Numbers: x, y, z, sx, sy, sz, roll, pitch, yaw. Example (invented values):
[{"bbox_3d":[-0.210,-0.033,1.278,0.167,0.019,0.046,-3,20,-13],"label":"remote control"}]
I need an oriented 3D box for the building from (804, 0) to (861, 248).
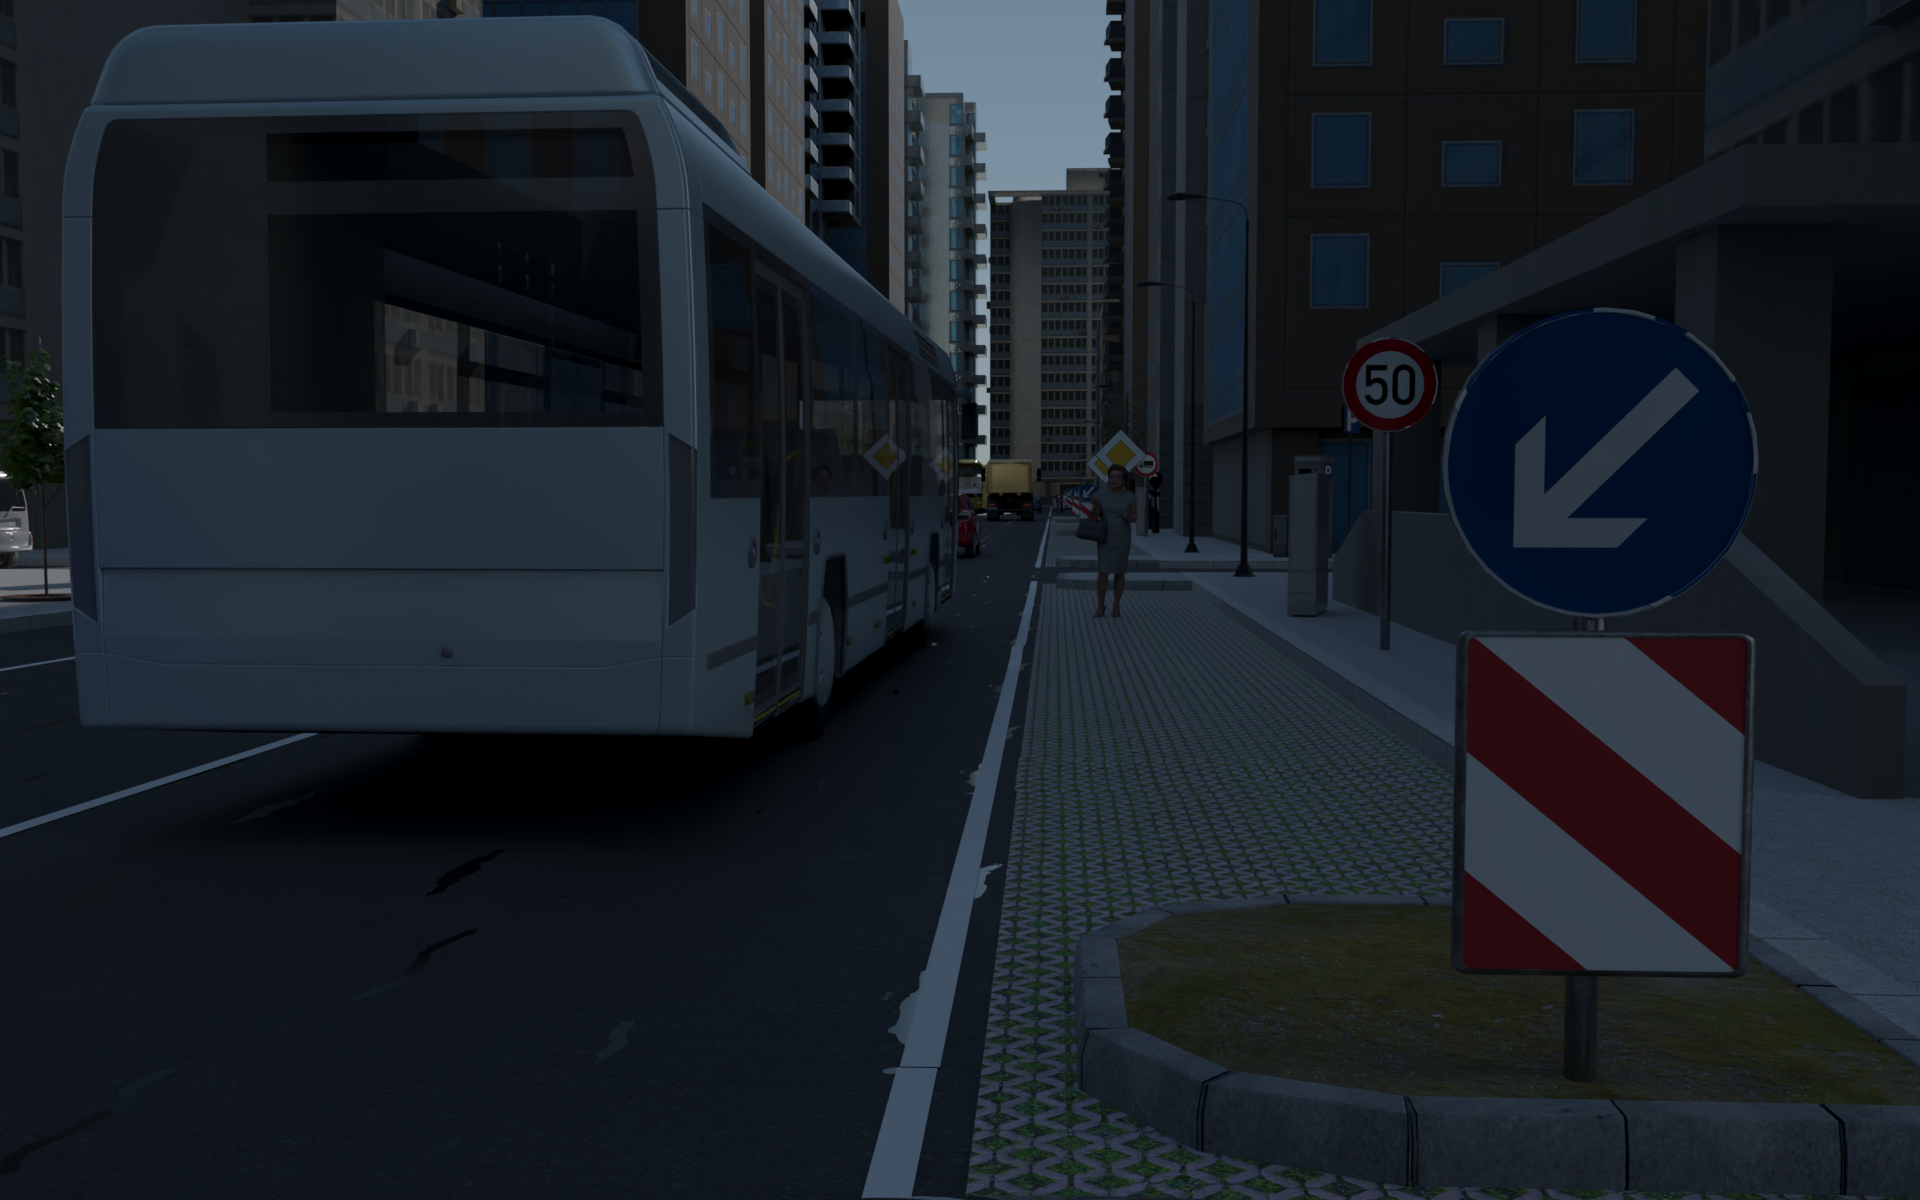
[{"bbox_3d":[-17.731,-49.678,124.903,22.319,86.520,31.000,0,4,3],"label":"building"}]

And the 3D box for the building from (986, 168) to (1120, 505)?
[{"bbox_3d":[15.390,-31.629,209.018,23.993,40.220,32.217,0,4,3],"label":"building"}]

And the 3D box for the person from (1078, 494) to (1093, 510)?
[{"bbox_3d":[5.518,-4.101,75.908,0.716,1.782,0.532,1,4,16],"label":"person"}]

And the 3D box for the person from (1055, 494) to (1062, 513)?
[{"bbox_3d":[7.478,-7.337,131.678,0.599,1.433,0.991,-2,4,-31],"label":"person"}]

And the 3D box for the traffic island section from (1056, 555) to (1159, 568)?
[{"bbox_3d":[2.950,-0.775,34.953,2.009,0.180,2.903,0,4,3],"label":"traffic island section"}]

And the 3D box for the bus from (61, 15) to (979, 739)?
[{"bbox_3d":[-1.747,-1.131,13.356,2.948,3.499,13.247,0,4,5],"label":"bus"}]

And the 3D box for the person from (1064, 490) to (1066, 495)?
[{"bbox_3d":[9.350,-8.900,154.568,0.434,1.755,0.990,2,4,32],"label":"person"}]

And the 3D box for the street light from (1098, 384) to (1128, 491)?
[{"bbox_3d":[6.529,-6.174,73.483,1.470,5.913,1.316,0,4,3],"label":"street light"}]

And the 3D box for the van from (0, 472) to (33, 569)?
[{"bbox_3d":[-19.104,-1.484,31.274,4.112,2.044,2.013,0,4,3],"label":"van"}]

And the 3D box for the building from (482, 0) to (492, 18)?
[{"bbox_3d":[-17.136,-25.953,74.440,14.600,45.320,14.200,0,4,3],"label":"building"}]

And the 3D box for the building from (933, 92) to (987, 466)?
[{"bbox_3d":[-11.998,-35.896,206.501,30.456,49.044,23.786,0,4,3],"label":"building"}]

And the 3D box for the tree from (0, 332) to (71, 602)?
[{"bbox_3d":[-11.110,-1.603,20.816,1.663,3.219,1.824,0,3,0],"label":"tree"}]

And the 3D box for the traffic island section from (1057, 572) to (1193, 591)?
[{"bbox_3d":[2.514,-0.287,26.980,2.009,0.180,2.903,0,4,3],"label":"traffic island section"}]

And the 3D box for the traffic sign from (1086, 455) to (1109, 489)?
[{"bbox_3d":[2.926,-1.910,34.877,0.795,2.450,0.064,0,4,3],"label":"traffic sign"}]

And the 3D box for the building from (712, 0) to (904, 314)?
[{"bbox_3d":[-12.264,-30.480,148.454,14.600,45.320,14.200,0,4,3],"label":"building"}]

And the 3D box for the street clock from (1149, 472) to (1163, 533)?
[{"bbox_3d":[6.391,-3.179,56.542,0.358,2.002,0.471,-2,4,-32],"label":"street clock"}]

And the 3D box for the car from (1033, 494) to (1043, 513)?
[{"bbox_3d":[5.477,-7.480,134.295,2.014,1.417,4.499,0,4,2],"label":"car"}]

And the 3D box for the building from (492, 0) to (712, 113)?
[{"bbox_3d":[-16.618,-27.348,97.254,14.600,45.320,14.200,0,4,3],"label":"building"}]

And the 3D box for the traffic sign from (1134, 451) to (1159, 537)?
[{"bbox_3d":[5.546,-3.152,51.648,0.768,2.556,0.104,0,4,7],"label":"traffic sign"}]

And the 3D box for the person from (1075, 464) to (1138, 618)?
[{"bbox_3d":[1.688,-0.679,19.964,0.716,1.782,0.532,0,4,7],"label":"person"}]

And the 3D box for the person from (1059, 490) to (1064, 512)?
[{"bbox_3d":[7.830,-7.687,134.904,0.721,1.735,1.217,-1,4,-14],"label":"person"}]

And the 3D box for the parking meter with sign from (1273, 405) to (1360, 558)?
[{"bbox_3d":[7.082,-2.349,34.671,1.738,3.016,0.543,3,5,44],"label":"parking meter with sign"}]

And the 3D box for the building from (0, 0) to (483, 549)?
[{"bbox_3d":[-27.254,-21.785,48.061,32.217,40.220,23.993,0,4,3],"label":"building"}]

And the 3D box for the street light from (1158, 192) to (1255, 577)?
[{"bbox_3d":[3.872,-3.317,26.779,1.470,5.913,1.316,0,4,3],"label":"street light"}]

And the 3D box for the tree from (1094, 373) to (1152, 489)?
[{"bbox_3d":[9.982,-9.429,104.522,4.360,8.622,3.978,0,3,0],"label":"tree"}]

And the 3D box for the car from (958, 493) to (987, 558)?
[{"bbox_3d":[-0.458,-1.930,40.592,2.155,1.783,4.494,0,4,3],"label":"car"}]

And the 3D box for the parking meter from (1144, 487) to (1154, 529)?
[{"bbox_3d":[6.863,-3.338,62.995,0.372,1.533,0.369,0,3,0],"label":"parking meter"}]

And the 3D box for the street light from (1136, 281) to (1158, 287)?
[{"bbox_3d":[4.542,-3.995,37.852,1.470,5.913,1.316,0,4,3],"label":"street light"}]

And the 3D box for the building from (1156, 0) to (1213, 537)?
[{"bbox_3d":[17.929,-31.905,63.648,21.231,58.520,28.212,0,4,3],"label":"building"}]

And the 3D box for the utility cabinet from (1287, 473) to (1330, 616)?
[{"bbox_3d":[3.728,-0.604,18.553,0.318,1.500,1.173,1,4,18],"label":"utility cabinet"}]

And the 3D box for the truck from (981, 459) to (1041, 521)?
[{"bbox_3d":[2.801,-6.113,95.879,3.469,3.379,9.791,0,4,2],"label":"truck"}]

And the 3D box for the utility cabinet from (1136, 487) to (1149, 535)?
[{"bbox_3d":[5.663,-2.755,53.724,0.318,1.500,1.173,1,4,11],"label":"utility cabinet"}]

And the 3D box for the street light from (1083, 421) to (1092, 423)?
[{"bbox_3d":[8.516,-8.395,109.795,1.470,5.913,1.316,0,4,3],"label":"street light"}]

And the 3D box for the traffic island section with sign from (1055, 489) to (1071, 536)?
[{"bbox_3d":[4.322,-3.136,59.901,1.989,1.847,2.006,0,4,3],"label":"traffic island section with sign"}]

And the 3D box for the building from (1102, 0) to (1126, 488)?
[{"bbox_3d":[22.775,-29.662,139.602,22.147,44.769,28.867,0,4,3],"label":"building"}]

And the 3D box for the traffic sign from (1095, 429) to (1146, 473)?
[{"bbox_3d":[2.490,-1.423,26.904,0.795,2.450,0.064,0,4,3],"label":"traffic sign"}]

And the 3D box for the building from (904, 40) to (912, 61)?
[{"bbox_3d":[-19.091,-33.948,174.657,30.456,49.044,23.786,0,4,3],"label":"building"}]

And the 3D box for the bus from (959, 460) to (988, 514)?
[{"bbox_3d":[0.717,-8.305,127.334,2.896,3.916,12.252,0,4,3],"label":"bus"}]

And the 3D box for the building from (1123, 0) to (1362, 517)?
[{"bbox_3d":[18.390,-28.594,117.625,14.600,45.320,14.200,0,4,3],"label":"building"}]

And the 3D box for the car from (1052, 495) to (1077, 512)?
[{"bbox_3d":[8.523,-7.849,140.700,2.083,1.381,4.827,0,4,2],"label":"car"}]

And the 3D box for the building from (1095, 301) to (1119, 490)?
[{"bbox_3d":[27.389,-19.835,169.338,27.650,21.520,28.899,0,4,3],"label":"building"}]

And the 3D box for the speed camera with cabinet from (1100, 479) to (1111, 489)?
[{"bbox_3d":[8.926,-6.471,100.140,0.660,3.252,2.038,3,5,40],"label":"speed camera with cabinet"}]

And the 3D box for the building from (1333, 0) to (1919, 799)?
[{"bbox_3d":[20.247,-19.585,12.094,32.217,40.220,23.993,0,4,3],"label":"building"}]

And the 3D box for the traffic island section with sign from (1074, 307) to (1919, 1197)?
[{"bbox_3d":[1.300,0.254,4.482,1.989,1.847,2.006,0,4,3],"label":"traffic island section with sign"}]

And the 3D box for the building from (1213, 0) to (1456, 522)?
[{"bbox_3d":[17.511,-27.104,93.268,14.600,45.320,14.200,0,4,3],"label":"building"}]

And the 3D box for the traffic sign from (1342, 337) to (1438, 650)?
[{"bbox_3d":[3.501,-0.861,14.189,0.768,2.556,0.104,0,4,5],"label":"traffic sign"}]

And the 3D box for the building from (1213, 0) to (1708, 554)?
[{"bbox_3d":[13.700,-23.963,41.898,14.200,45.320,14.600,0,4,3],"label":"building"}]
